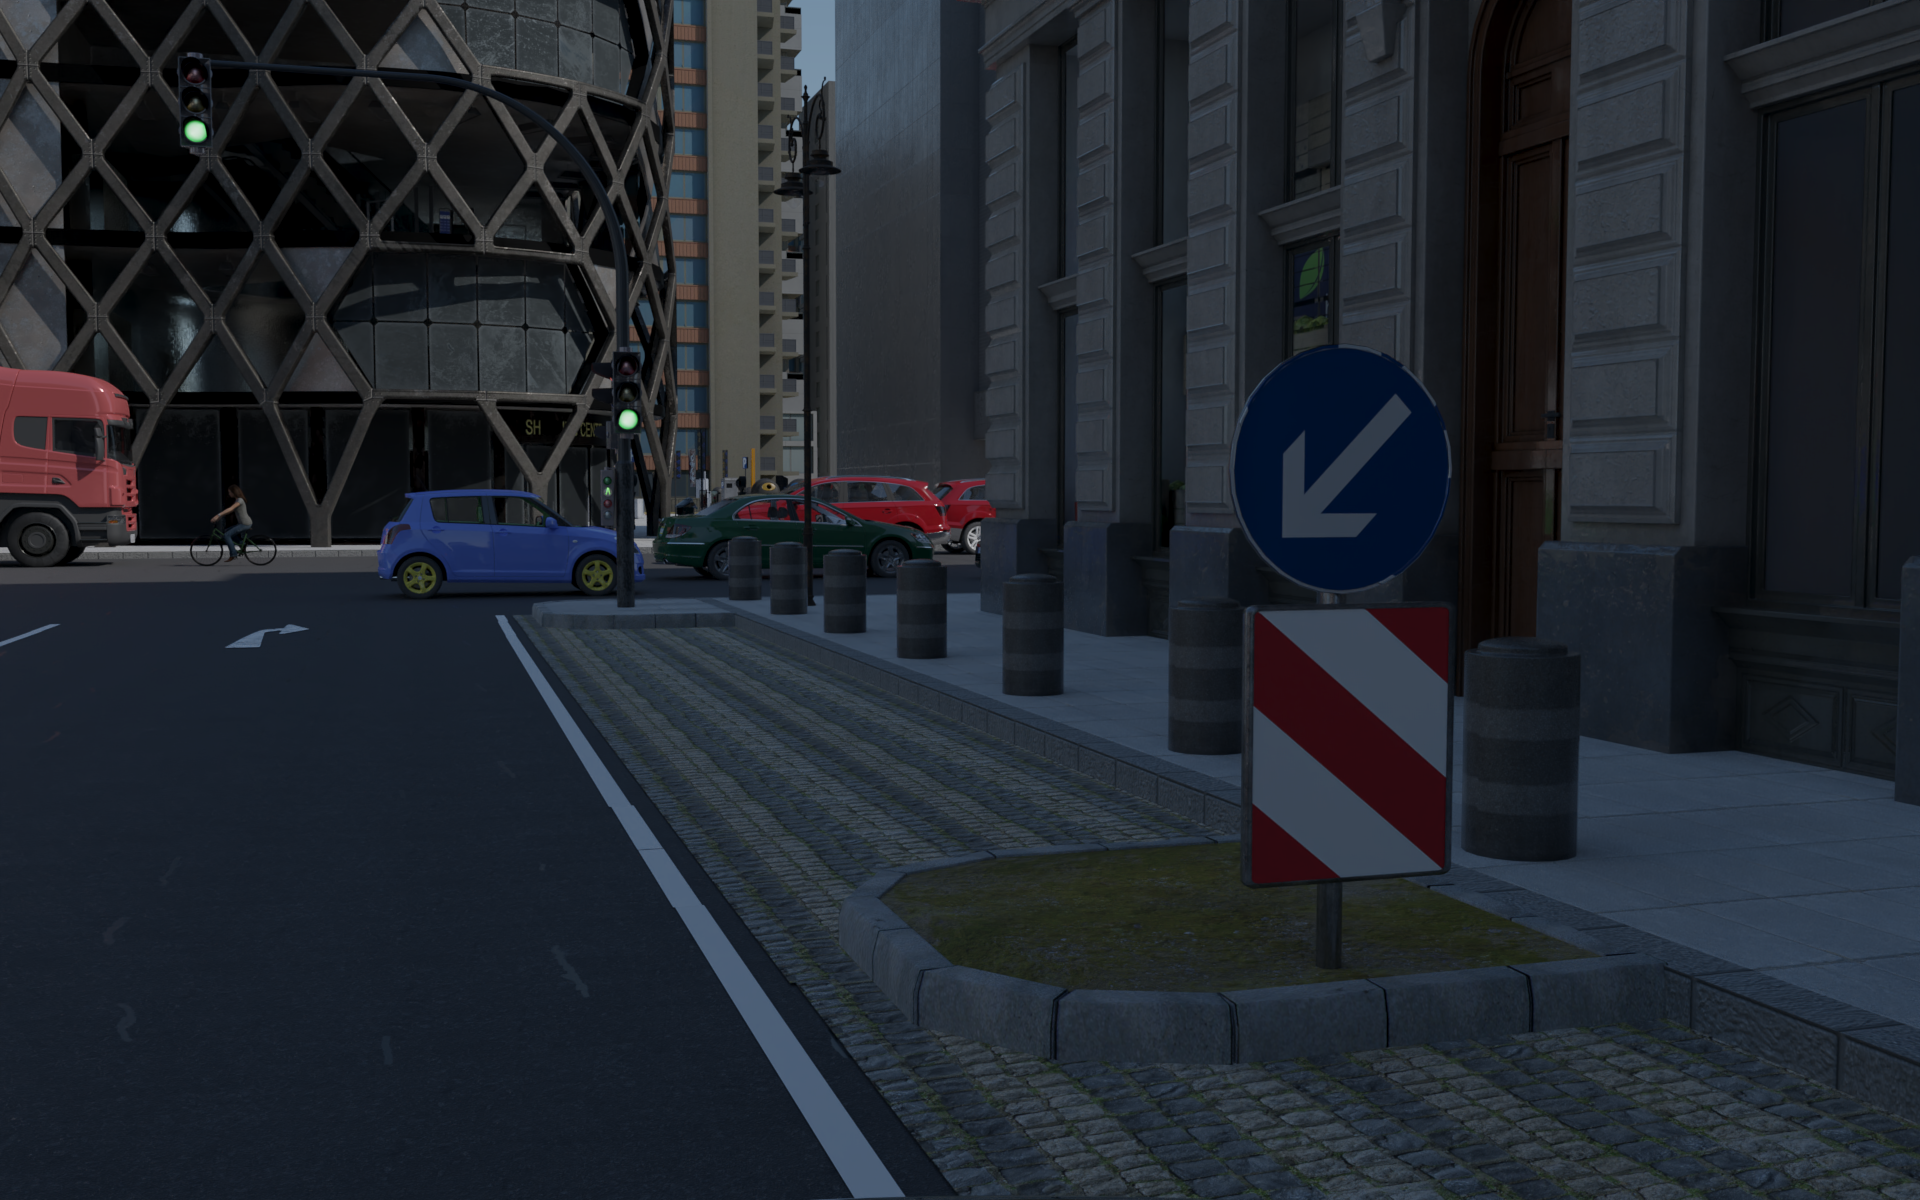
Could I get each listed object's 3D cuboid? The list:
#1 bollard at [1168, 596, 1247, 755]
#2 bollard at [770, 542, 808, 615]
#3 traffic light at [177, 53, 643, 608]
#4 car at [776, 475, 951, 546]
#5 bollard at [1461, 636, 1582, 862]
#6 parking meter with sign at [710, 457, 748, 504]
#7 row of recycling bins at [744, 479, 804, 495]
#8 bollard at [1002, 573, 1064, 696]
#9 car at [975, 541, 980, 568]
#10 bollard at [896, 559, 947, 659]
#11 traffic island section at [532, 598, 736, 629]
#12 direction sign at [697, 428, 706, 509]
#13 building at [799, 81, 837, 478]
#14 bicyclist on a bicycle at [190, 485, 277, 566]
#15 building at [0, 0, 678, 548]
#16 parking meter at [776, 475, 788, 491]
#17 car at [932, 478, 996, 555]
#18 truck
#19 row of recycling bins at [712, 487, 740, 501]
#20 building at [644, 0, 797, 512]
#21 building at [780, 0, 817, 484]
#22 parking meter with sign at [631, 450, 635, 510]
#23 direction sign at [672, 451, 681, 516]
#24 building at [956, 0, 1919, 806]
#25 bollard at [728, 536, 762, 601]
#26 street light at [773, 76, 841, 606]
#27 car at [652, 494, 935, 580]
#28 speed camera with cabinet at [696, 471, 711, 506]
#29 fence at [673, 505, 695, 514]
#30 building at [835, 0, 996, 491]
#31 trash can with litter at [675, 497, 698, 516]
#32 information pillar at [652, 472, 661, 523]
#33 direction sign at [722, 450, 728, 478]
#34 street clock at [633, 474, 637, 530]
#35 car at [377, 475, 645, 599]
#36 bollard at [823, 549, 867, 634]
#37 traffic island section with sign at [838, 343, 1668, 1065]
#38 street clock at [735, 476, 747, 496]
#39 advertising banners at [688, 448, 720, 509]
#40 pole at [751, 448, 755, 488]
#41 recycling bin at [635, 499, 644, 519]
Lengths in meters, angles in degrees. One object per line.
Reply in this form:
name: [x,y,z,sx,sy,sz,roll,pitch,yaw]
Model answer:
bollard: [1.243,0.369,8.677,0.404,0.777,0.398,0,3,0]
bollard: [-1.835,-0.235,18.560,0.404,0.777,0.398,0,3,0]
traffic light: [-5.796,-2.700,18.806,4.771,5.953,1.251,-1,4,-17]
car: [-2.844,-1.678,36.108,5.304,1.827,2.281,-1,4,-17]
bollard: [2.012,0.520,6.214,0.404,0.777,0.398,0,3,0]
parking meter with sign: [-10.813,-5.186,81.048,1.738,3.016,0.543,-2,4,-26]
row of recycling bins: [-3.853,-2.374,45.930,3.534,1.692,1.069,1,4,10]
bollard: [0.471,0.218,11.149,0.404,0.777,0.398,0,3,0]
car: [2.352,-1.223,29.780,4.222,1.686,2.009,-1,4,-18]
bollard: [-0.300,0.067,13.622,0.404,0.777,0.398,0,3,0]
traffic island section: [-3.783,0.158,19.691,2.009,0.180,2.903,-1,4,-17]
direction sign: [-8.963,-4.168,60.136,0.379,3.537,0.876,-2,4,-26]
building: [-8.150,-30.156,176.638,14.086,41.232,14.154,-1,4,-17]
bicyclist on a bicycle: [-14.445,-1.491,34.401,1.625,1.676,1.499,-1,4,-17]
building: [-16.703,-11.102,48.965,16.811,18.784,16.820,-1,4,-17]
parking meter: [-5.539,-2.949,53.927,0.255,1.863,0.399,2,4,26]
car: [1.574,-2.046,42.132,5.304,1.827,2.281,-1,4,-18]
truck: [-21.541,-2.734,33.613,11.283,4.237,2.839,-1,4,-18]
row of recycling bins: [-12.262,-5.550,97.852,3.534,1.692,1.069,0,4,-7]
building: [-24.965,-29.331,134.190,22.147,44.769,28.867,-1,4,-17]
building: [-30.083,-35.020,161.816,28.713,52.752,27.495,-1,4,-17]
parking meter with sign: [-13.022,-4.203,64.983,1.738,3.016,0.543,-2,4,-33]
direction sign: [-14.845,-6.012,90.300,0.876,3.537,0.379,3,5,40]
building: [7.540,-11.134,10.926,11.050,23.489,19.941,-1,4,-17]
bollard: [-2.609,-0.386,21.022,0.404,0.777,0.398,0,3,0]
street light: [-1.744,-2.872,19.738,0.468,5.910,1.993,-1,4,-17]
car: [-2.831,-1.112,29.973,4.920,1.459,2.131,-1,4,-18]
speed camera with cabinet: [-15.358,-6.764,104.932,0.660,3.252,2.038,1,4,15]
fence: [-15.224,-4.928,95.943,0.278,0.683,2.069,-3,5,-40]
building: [12.061,-14.552,56.991,30.058,24.678,14.314,-1,4,-17]
trash can with litter: [-9.208,-2.789,56.980,0.624,1.170,1.055,3,5,45]
information pillar: [-10.087,-3.260,57.800,0.304,2.012,0.304,-1,4,-19]
direction sign: [-12.055,-5.932,88.984,0.379,3.537,0.876,-2,4,-24]
street clock: [-11.810,-3.529,62.271,0.358,2.002,0.471,-3,5,-42]
car: [-6.368,-0.923,24.674,3.694,1.707,1.945,-1,4,-18]
bollard: [-1.068,-0.084,16.089,0.404,0.777,0.398,0,3,0]
traffic island section with sign: [0.692,0.203,5.312,1.989,1.847,2.006,-1,4,-17]
street clock: [-9.876,-4.500,78.144,0.471,2.002,0.358,0,4,2]
advertising banners: [-9.780,-4.275,66.081,0.090,3.025,2.074,-3,5,-43]
pole: [-9.267,-5.118,77.515,0.158,3.312,0.155,0,3,0]
recycling bin: [-16.998,-4.773,90.600,0.722,1.027,0.722,1,4,17]
